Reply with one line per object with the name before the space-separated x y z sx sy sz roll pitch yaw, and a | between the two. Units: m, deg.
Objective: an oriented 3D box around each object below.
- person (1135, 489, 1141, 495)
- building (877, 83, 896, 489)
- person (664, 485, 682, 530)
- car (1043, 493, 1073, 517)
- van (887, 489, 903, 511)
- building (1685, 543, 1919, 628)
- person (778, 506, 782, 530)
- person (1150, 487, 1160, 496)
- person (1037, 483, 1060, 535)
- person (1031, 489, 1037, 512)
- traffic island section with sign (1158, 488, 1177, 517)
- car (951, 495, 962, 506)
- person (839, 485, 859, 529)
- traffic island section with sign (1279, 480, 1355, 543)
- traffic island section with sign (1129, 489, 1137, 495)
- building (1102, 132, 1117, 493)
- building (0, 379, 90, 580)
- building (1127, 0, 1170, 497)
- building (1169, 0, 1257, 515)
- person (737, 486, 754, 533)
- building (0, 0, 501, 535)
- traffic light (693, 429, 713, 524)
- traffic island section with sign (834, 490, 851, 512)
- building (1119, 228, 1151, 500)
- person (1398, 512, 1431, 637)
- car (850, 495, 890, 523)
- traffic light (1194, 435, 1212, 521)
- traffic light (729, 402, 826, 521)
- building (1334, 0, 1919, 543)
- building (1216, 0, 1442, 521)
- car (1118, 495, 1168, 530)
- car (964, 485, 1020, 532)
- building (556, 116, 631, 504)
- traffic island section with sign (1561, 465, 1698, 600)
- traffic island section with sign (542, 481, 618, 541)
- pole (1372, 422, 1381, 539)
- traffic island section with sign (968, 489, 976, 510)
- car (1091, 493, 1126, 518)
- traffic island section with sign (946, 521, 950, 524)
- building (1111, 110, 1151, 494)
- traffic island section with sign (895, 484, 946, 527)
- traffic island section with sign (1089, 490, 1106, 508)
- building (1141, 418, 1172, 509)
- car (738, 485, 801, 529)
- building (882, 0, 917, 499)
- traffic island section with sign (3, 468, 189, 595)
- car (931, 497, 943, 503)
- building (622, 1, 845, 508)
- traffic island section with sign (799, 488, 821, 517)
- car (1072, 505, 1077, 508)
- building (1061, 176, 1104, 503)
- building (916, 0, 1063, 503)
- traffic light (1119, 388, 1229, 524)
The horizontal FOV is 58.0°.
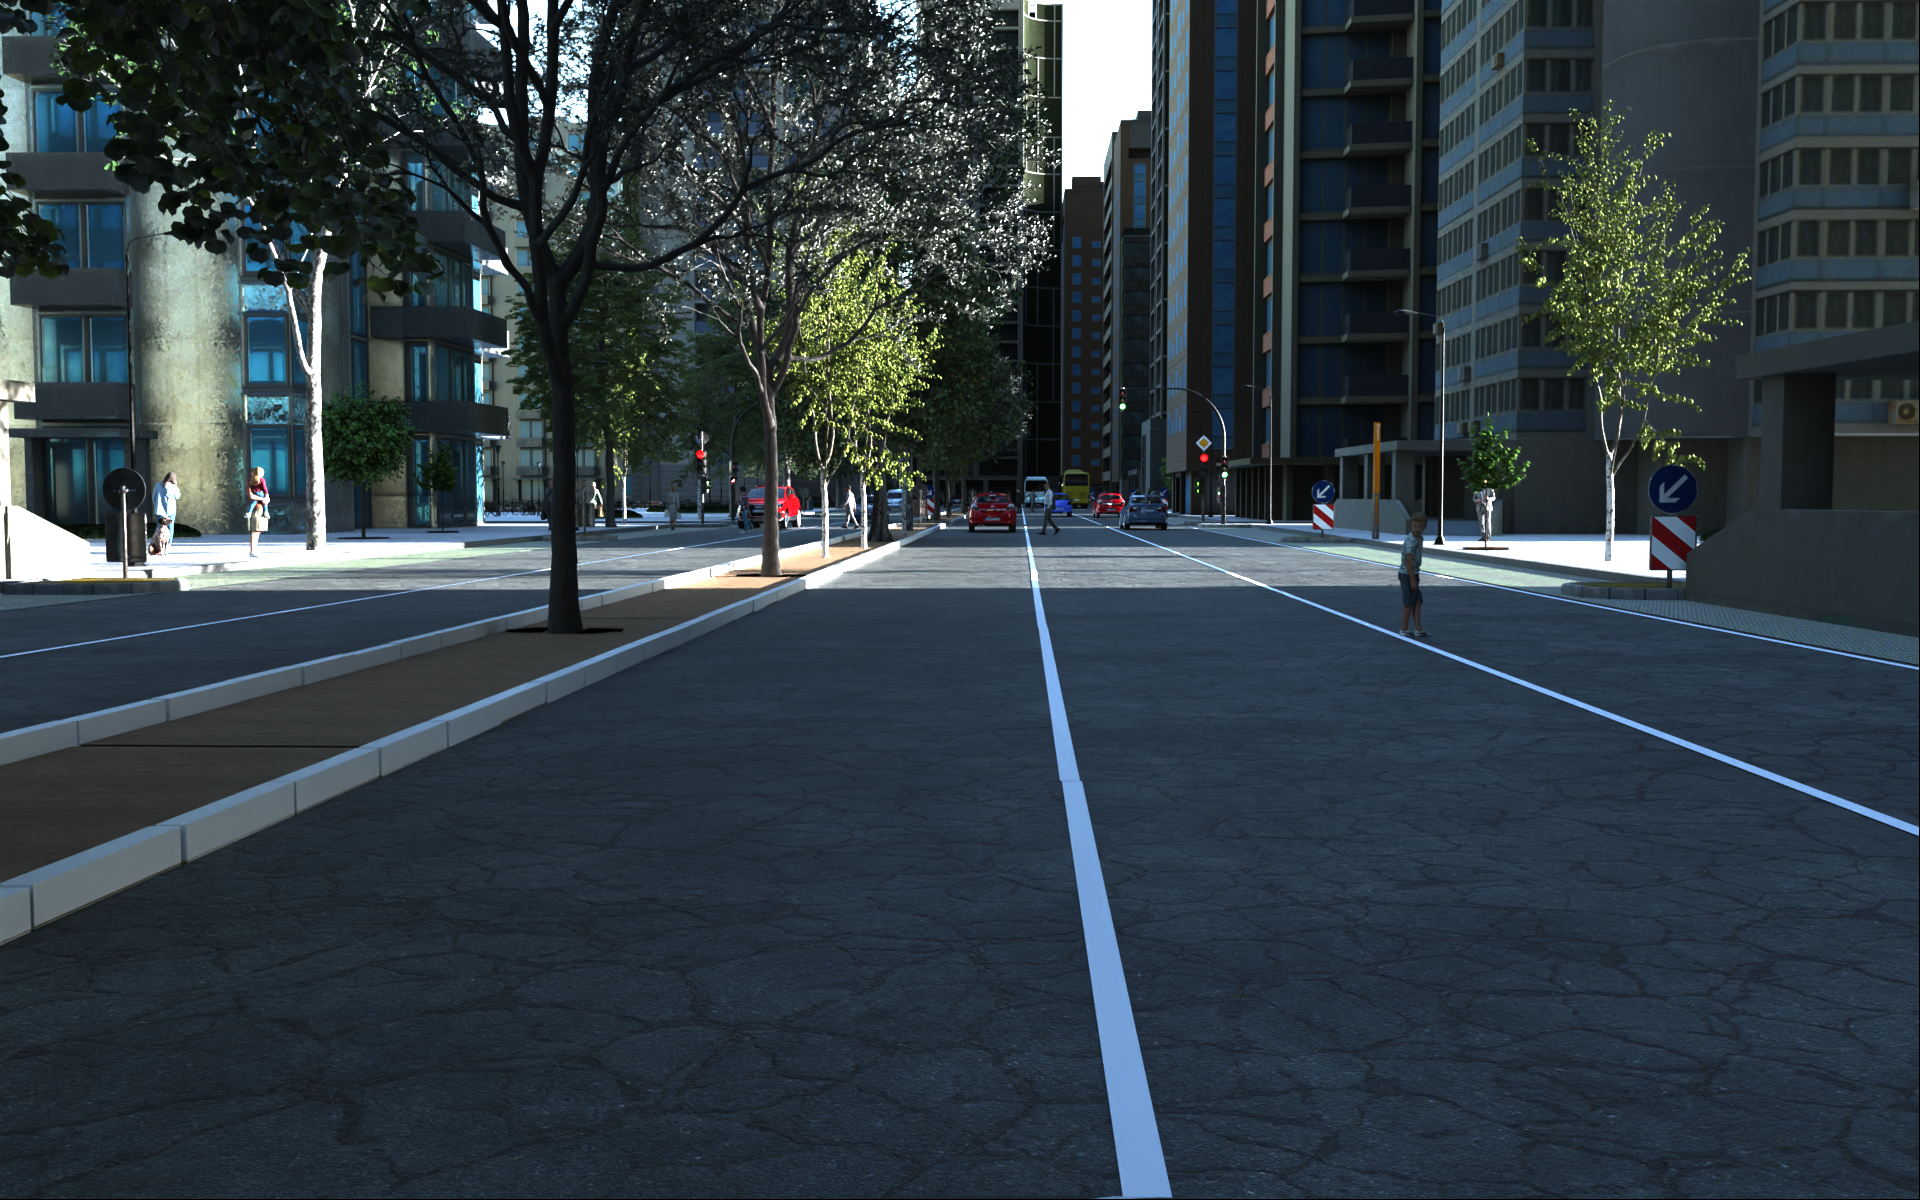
person | 11.440 -6.499 114.979 1.509 1.804 0.699 1 4 14
building | -22.568 -41.702 223.821 28.212 58.520 21.231 0 4 2
person | -11.437 -3.665 68.780 0.694 1.780 0.624 1 4 16
car | 6.243 -6.162 110.332 1.945 1.707 3.694 0 4 1
van | -5.359 -8.418 144.642 2.013 2.044 4.112 0 4 3
building | 25.574 -19.731 14.487 32.217 40.220 23.993 0 4 2
person | -7.338 -3.634 68.274 0.624 1.780 0.694 2 4 29
person | 10.537 -5.203 93.751 0.473 1.802 0.592 -1 4 -12
person | 3.129 -3.217 61.196 0.850 1.850 0.679 -1 4 -12
person | 5.893 -7.924 138.238 0.466 1.800 0.511 1 4 14
traffic island section with sign | 12.424 -6.041 107.394 1.989 1.847 2.006 0 4 2
car | -0.325 -12.100 210.409 1.945 1.354 3.894 0 4 1
person | -4.547 -3.837 71.506 0.850 1.792 0.678 1 4 12
traffic island section with sign | 10.479 -2.599 51.125 1.989 1.847 2.006 0 4 2
traffic island section with sign | 13.361 -7.712 134.719 1.989 1.847 2.006 0 4 2
building | 29.395 -36.513 220.686 21.300 48.544 21.600 0 4 2
building | -30.613 -20.120 20.838 32.217 40.220 23.993 0 4 2
building | 27.543 -44.754 169.979 20.563 71.187 20.611 0 4 2
building | 20.806 -28.144 110.258 14.600 45.320 14.200 0 4 2
person | -7.850 -3.311 63.464 0.643 1.720 0.563 -1 4 -15
building | -33.373 -27.151 63.522 30.456 49.044 23.786 0 4 2
traffic light | -11.119 -5.250 74.758 0.839 4.253 0.868 0 4 2
traffic island section with sign | -8.749 -7.744 135.249 1.989 1.847 2.006 0 4 2
building | 24.416 -25.541 189.289 14.160 30.474 14.107 0 4 2
person | 4.567 -0.257 17.393 0.332 1.250 0.352 -2 4 -24
car | -4.543 -4.609 87.363 2.014 1.417 4.499 0 4 2
traffic light | 11.505 -5.692 81.986 0.839 4.253 0.868 0 4 2
traffic light | -8.750 -6.608 82.701 4.771 5.953 1.251 0 4 2
building | 30.283 -22.474 59.331 32.217 40.220 23.993 0 4 2
building | 28.517 -26.680 90.844 28.867 44.769 22.147 0 4 2
car | 7.487 -3.595 70.787 2.014 1.417 4.499 0 4 2
car | 1.223 -3.491 66.116 2.155 1.783 4.494 0 4 0
building | -52.401 -36.892 222.793 30.456 49.044 23.786 0 4 2
traffic island section with sign | 9.551 -0.952 24.186 1.989 1.847 2.006 0 4 2
traffic island section with sign | -11.589 -2.720 53.096 1.989 1.847 2.006 0 4 2
pole | 11.841 -3.389 49.260 0.158 3.312 0.155 0 3 0
traffic island section with sign | 1.087 -9.123 157.302 2.006 1.907 1.989 0 4 2
car | 8.967 -5.820 104.202 2.155 1.783 4.494 0 4 1
traffic island section with sign | -1.493 -4.530 82.207 2.006 1.907 1.989 0 4 2
building | 25.229 -33.812 202.944 14.600 45.320 14.200 0 4 2
traffic island section with sign | -1.758 -4.078 74.805 2.006 1.907 1.989 0 4 2
traffic island section with sign | 15.071 -10.739 184.207 1.989 1.847 2.006 0 4 2
building | 27.126 -50.561 139.344 22.319 86.520 31.000 0 4 2
car | -8.010 -3.938 73.063 2.281 1.827 5.304 0 4 4
building | -21.840 -57.444 251.877 31.000 86.520 22.319 0 4 2
traffic island section with sign | -12.541 -1.028 25.429 1.989 1.847 2.006 0 4 2
car | -2.853 -13.555 230.427 1.959 1.807 4.718 0 4 2
building | -20.322 -38.527 171.914 21.231 58.520 28.212 0 4 2
traffic island section with sign | -9.697 -6.067 107.824 1.989 1.847 2.006 0 4 2
car | 11.414 -10.435 182.607 2.014 1.417 4.499 0 4 0
building | 21.748 -36.492 246.755 14.200 45.320 14.600 0 4 2
building | 4.491 -49.683 250.574 20.611 71.187 20.563 0 4 2
traffic light | 9.136 -6.071 73.936 4.771 5.953 1.251 0 4 2
